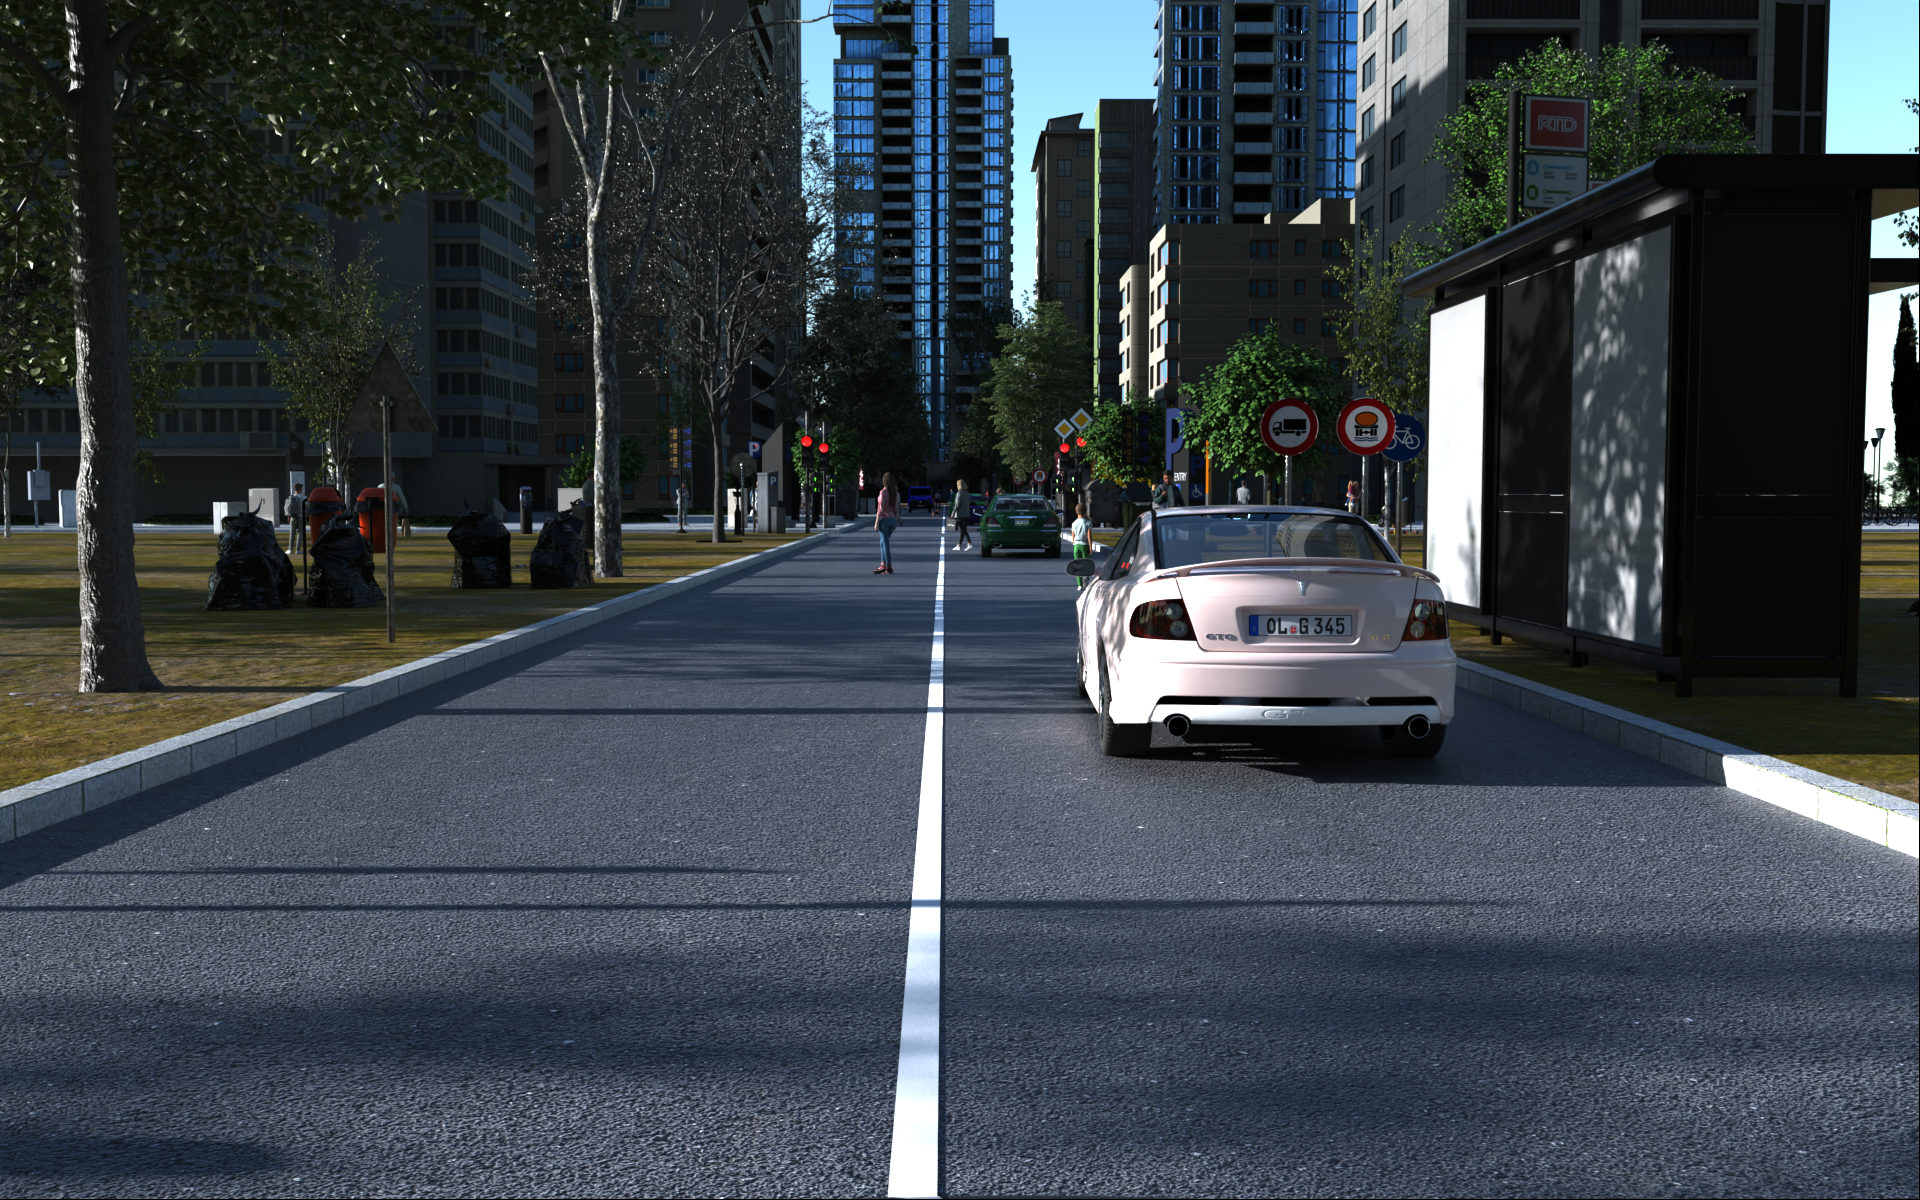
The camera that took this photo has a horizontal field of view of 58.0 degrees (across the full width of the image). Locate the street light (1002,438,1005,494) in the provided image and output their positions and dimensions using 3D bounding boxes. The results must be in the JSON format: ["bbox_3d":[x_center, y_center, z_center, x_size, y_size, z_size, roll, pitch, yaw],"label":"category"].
[{"bbox_3d":[3.261,-8.879,117.715,1.470,5.913,1.316,0,4,0],"label":"street light"}]

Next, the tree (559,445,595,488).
[{"bbox_3d":[-14.878,-4.527,68.620,1.663,3.219,1.824,0,3,0],"label":"tree"}]

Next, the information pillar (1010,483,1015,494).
[{"bbox_3d":[3.483,-6.757,114.973,0.304,2.012,0.304,1,4,21],"label":"information pillar"}]

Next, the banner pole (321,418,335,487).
[{"bbox_3d":[-20.377,-4.025,55.821,0.863,3.779,0.401,3,5,40],"label":"banner pole"}]

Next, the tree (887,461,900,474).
[{"bbox_3d":[-6.342,-12.013,146.775,4.360,8.622,3.978,0,3,0],"label":"tree"}]

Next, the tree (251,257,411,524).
[{"bbox_3d":[-19.098,-6.286,53.138,4.737,8.622,4.395,0,3,0],"label":"tree"}]

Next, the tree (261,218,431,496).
[{"bbox_3d":[-16.790,-5.933,47.373,4.360,8.622,3.978,0,3,0],"label":"tree"}]

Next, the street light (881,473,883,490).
[{"bbox_3d":[-5.274,-8.303,108.295,1.470,5.913,1.316,0,4,0],"label":"street light"}]

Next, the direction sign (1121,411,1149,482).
[{"bbox_3d":[4.783,-3.386,47.352,0.876,3.537,0.379,-2,4,-28],"label":"direction sign"}]

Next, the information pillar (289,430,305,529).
[{"bbox_3d":[-24.275,-4.408,63.425,0.504,3.616,0.183,-2,4,-32],"label":"information pillar"}]

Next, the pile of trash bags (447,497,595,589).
[{"bbox_3d":[-6.775,-0.885,24.214,3.447,1.369,1.912,0,4,5],"label":"pile of trash bags"}]

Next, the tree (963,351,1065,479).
[{"bbox_3d":[3.978,-12.196,125.163,9.928,11.665,9.643,0,3,0],"label":"tree"}]

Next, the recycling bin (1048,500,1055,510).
[{"bbox_3d":[4.242,-3.897,76.262,0.722,1.027,0.722,0,4,-5],"label":"recycling bin"}]

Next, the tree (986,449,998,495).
[{"bbox_3d":[4.149,-14.772,191.889,4.737,8.622,4.395,0,3,0],"label":"tree"}]

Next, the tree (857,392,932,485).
[{"bbox_3d":[-7.690,-17.166,187.321,9.857,13.997,8.962,0,3,0],"label":"tree"}]

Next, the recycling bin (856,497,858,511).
[{"bbox_3d":[-7.703,-7.211,130.461,0.722,1.027,0.722,-2,4,-27],"label":"recycling bin"}]

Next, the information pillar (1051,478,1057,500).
[{"bbox_3d":[4.432,-4.711,81.515,0.304,2.012,0.304,0,4,0],"label":"information pillar"}]

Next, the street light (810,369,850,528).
[{"bbox_3d":[-4.954,-5.632,64.632,1.470,5.913,1.316,0,4,0],"label":"street light"}]

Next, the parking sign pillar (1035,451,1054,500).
[{"bbox_3d":[5.275,-7.376,109.068,1.447,3.967,1.447,-3,5,-40],"label":"parking sign pillar"}]

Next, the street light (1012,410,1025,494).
[{"bbox_3d":[3.554,-7.527,95.607,1.470,5.913,1.316,0,4,0],"label":"street light"}]

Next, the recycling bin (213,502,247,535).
[{"bbox_3d":[-22.989,-2.569,54.562,0.722,1.027,0.722,2,4,28],"label":"recycling bin"}]

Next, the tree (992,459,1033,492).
[{"bbox_3d":[4.099,-9.152,133.348,4.285,4.588,4.351,0,3,0],"label":"tree"}]

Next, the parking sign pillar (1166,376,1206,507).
[{"bbox_3d":[5.084,-3.087,38.951,1.447,3.967,1.447,-1,4,-15],"label":"parking sign pillar"}]

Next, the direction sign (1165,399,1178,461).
[{"bbox_3d":[5.214,-3.040,41.707,0.379,3.537,0.876,3,5,44],"label":"direction sign"}]

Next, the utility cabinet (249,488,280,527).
[{"bbox_3d":[-26.430,-3.491,65.765,1.173,1.500,0.318,1,4,21],"label":"utility cabinet"}]

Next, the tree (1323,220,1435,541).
[{"bbox_3d":[11.803,-5.899,46.817,4.737,8.622,4.395,0,3,0],"label":"tree"}]

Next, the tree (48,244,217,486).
[{"bbox_3d":[-23.549,-6.028,48.919,4.737,8.622,4.395,0,3,0],"label":"tree"}]

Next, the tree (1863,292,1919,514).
[{"bbox_3d":[59.779,-13.110,116.165,13.155,14.587,18.604,0,4,-7],"label":"tree"}]

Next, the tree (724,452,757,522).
[{"bbox_3d":[-10.300,-5.259,80.590,1.663,3.219,1.824,0,3,0],"label":"tree"}]

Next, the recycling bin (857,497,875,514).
[{"bbox_3d":[-5.889,-5.997,110.600,0.722,1.027,0.722,-3,4,-38],"label":"recycling bin"}]

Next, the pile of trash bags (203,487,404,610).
[{"bbox_3d":[-7.840,-0.673,20.760,1.912,1.369,3.447,-1,4,-12],"label":"pile of trash bags"}]

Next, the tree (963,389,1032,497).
[{"bbox_3d":[3.187,-16.251,182.717,9.611,12.733,9.660,0,3,0],"label":"tree"}]

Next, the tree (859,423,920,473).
[{"bbox_3d":[-7.449,-14.359,169.178,7.601,10.594,8.767,-2,4,-27],"label":"tree"}]

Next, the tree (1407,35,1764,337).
[{"bbox_3d":[13.885,-6.892,38.440,9.928,11.665,9.643,0,3,0],"label":"tree"}]

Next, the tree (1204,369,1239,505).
[{"bbox_3d":[15.343,-8.959,96.848,4.737,8.622,4.395,0,3,0],"label":"tree"}]

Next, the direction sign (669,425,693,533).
[{"bbox_3d":[-9.172,-3.972,56.941,0.876,3.537,0.379,2,4,24],"label":"direction sign"}]

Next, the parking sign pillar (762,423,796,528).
[{"bbox_3d":[-6.994,-4.746,66.071,1.447,3.967,1.447,-3,5,-43],"label":"parking sign pillar"}]

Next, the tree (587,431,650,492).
[{"bbox_3d":[-16.281,-6.006,81.912,4.285,4.588,4.351,0,3,0],"label":"tree"}]

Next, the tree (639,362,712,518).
[{"bbox_3d":[-15.031,-8.739,93.237,4.737,8.622,4.395,0,3,0],"label":"tree"}]

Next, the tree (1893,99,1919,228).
[{"bbox_3d":[17.727,-4.813,29.060,4.360,8.622,3.978,0,3,0],"label":"tree"}]

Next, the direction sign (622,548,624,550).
[{"bbox_3d":[-7.849,-2.897,39.367,0.379,3.537,0.876,0,4,0],"label":"direction sign"}]

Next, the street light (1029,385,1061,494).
[{"bbox_3d":[3.724,-6.193,73.801,1.470,5.913,1.316,0,4,0],"label":"street light"}]

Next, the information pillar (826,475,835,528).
[{"bbox_3d":[-4.958,-3.765,66.058,0.304,2.012,0.304,-2,4,-33],"label":"information pillar"}]

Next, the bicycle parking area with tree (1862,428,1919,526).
[{"bbox_3d":[39.515,-5.243,72.723,9.016,4.147,8.231,1,4,19],"label":"bicycle parking area with tree"}]

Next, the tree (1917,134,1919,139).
[{"bbox_3d":[13.446,-4.229,19.509,4.737,8.622,4.395,0,3,0],"label":"tree"}]

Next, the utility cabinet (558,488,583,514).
[{"bbox_3d":[-14.615,-3.481,65.594,1.173,1.500,0.318,1,4,15],"label":"utility cabinet"}]

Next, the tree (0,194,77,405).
[{"bbox_3d":[-22.793,-6.347,38.189,7.601,10.594,8.767,3,4,38],"label":"tree"}]

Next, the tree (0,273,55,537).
[{"bbox_3d":[-28.450,-6.156,51.014,4.360,8.622,3.978,0,3,0],"label":"tree"}]

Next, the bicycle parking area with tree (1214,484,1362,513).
[{"bbox_3d":[16.176,-6.164,87.779,9.016,4.147,8.231,1,4,18],"label":"bicycle parking area with tree"}]

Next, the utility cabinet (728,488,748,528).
[{"bbox_3d":[-8.451,-3.489,65.720,0.318,1.500,1.173,-2,4,-31],"label":"utility cabinet"}]

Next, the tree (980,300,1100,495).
[{"bbox_3d":[4.930,-11.183,100.974,7.486,12.596,7.792,0,3,0],"label":"tree"}]

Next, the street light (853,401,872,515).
[{"bbox_3d":[-5.112,-6.969,86.488,1.470,5.913,1.316,0,4,0],"label":"street light"}]

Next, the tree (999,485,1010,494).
[{"bbox_3d":[4.057,-8.759,137.812,1.663,3.219,1.824,0,3,0],"label":"tree"}]
